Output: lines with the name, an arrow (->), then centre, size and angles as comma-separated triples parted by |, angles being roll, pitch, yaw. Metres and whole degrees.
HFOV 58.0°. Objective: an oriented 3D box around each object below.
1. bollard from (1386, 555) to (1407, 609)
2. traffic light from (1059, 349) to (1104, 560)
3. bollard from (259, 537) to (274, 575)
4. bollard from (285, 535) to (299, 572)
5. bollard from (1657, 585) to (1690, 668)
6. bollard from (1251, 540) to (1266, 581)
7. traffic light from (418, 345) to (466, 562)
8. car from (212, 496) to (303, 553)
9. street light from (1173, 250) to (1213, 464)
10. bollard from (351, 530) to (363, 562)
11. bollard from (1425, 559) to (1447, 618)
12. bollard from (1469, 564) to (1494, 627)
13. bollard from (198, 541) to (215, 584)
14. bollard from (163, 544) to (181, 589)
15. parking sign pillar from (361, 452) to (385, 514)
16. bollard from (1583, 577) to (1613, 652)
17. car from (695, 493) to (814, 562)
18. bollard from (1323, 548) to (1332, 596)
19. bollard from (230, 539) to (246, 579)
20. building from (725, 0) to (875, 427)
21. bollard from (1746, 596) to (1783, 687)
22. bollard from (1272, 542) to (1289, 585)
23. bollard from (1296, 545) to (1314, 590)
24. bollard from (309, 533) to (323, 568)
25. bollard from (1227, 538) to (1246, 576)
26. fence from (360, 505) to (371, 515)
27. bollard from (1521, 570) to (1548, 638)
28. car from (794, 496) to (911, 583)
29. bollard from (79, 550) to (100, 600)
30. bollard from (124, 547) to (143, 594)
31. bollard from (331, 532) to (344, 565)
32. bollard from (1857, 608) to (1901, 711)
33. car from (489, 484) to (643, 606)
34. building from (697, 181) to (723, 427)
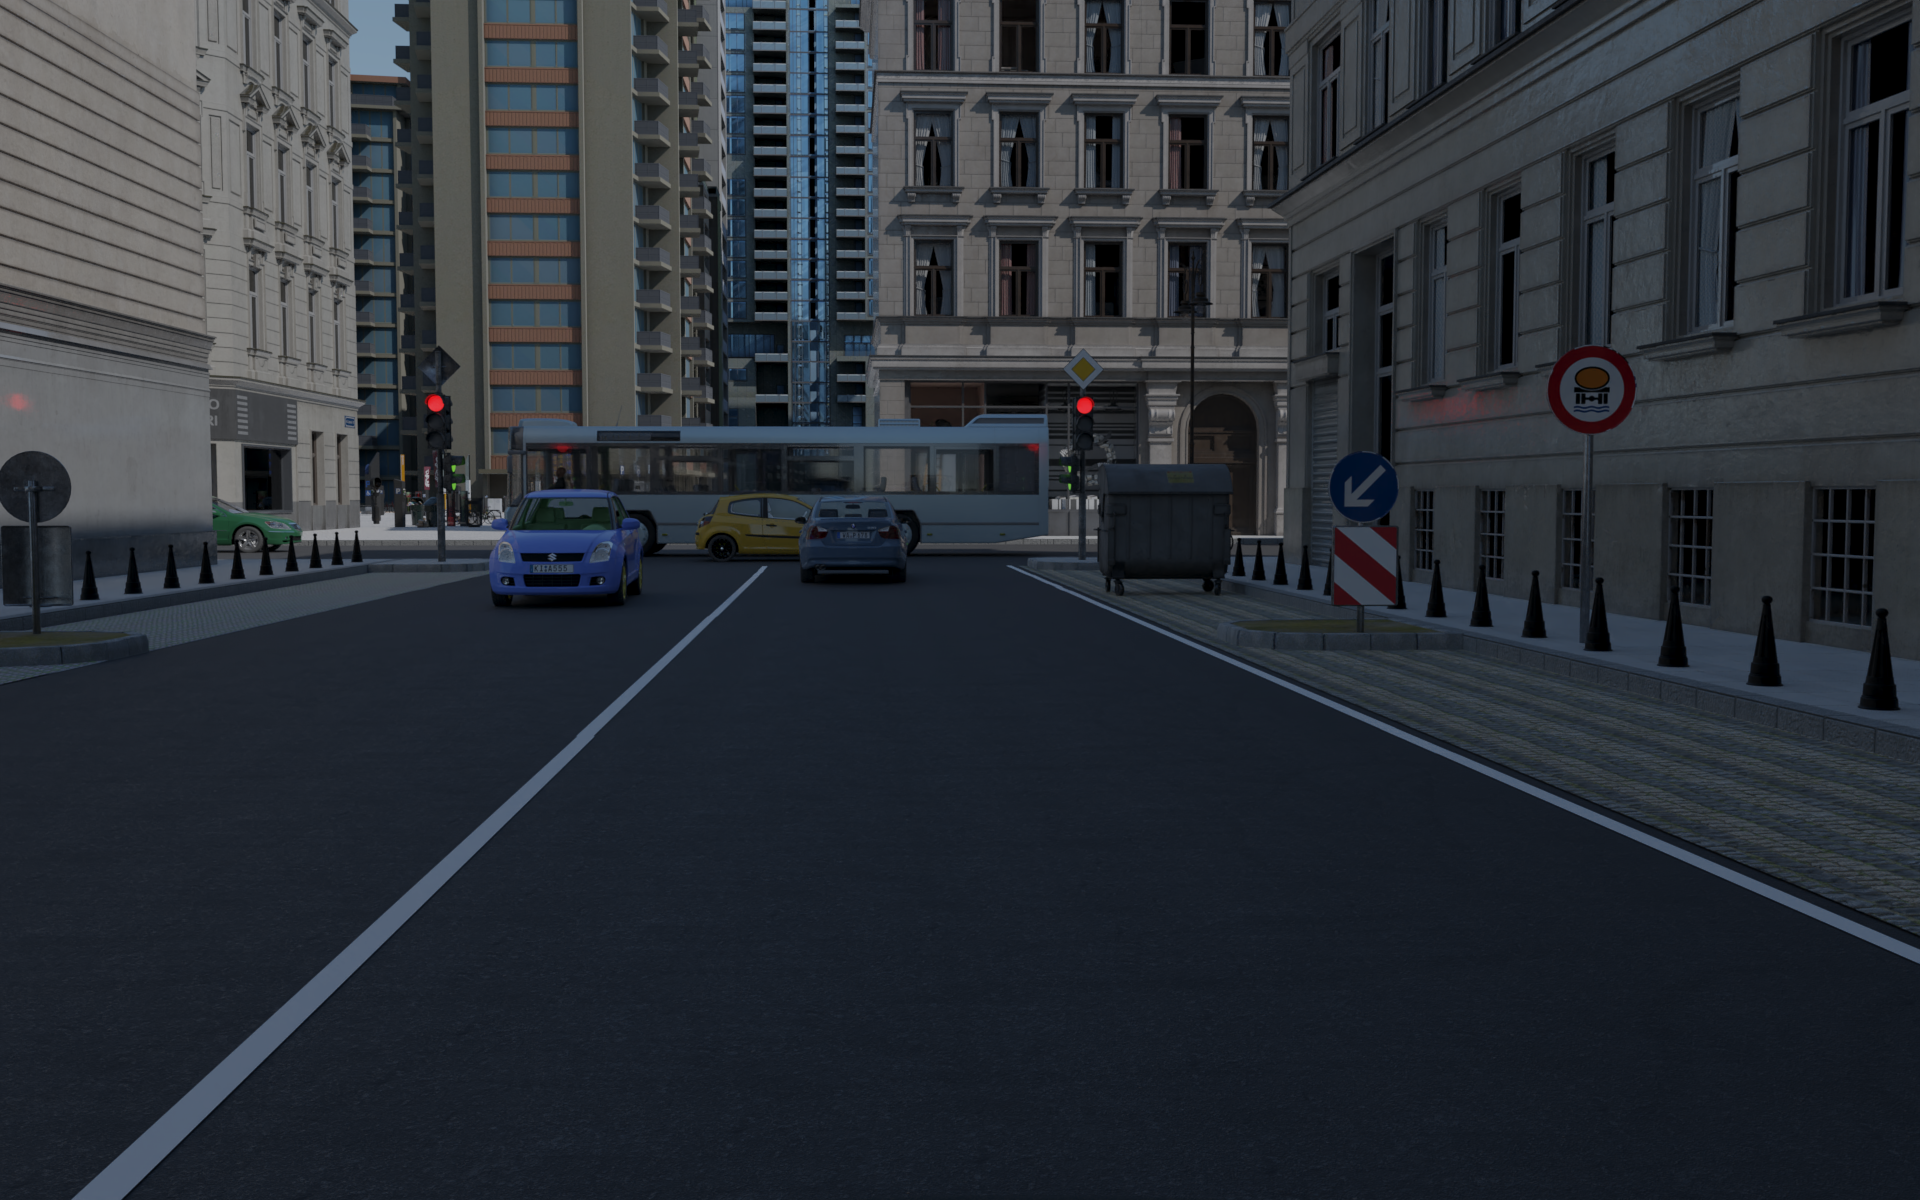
bollard -> 4.884, -0.202, 19.343 | 0.229, 0.601, 0.229 | 0, 3, 0
traffic light -> 2.361, -2.734, 33.614 | 0.839, 4.253, 0.868 | 0, 4, -4
bollard -> -10.994, -0.697, 27.430 | 0.229, 0.601, 0.229 | 0, 3, 0
bollard -> -11.082, -0.775, 28.718 | 0.229, 0.601, 0.229 | 0, 3, 0
bollard -> 5.319, 0.192, 12.901 | 0.229, 0.601, 0.229 | 0, 3, 0
bollard -> 4.448, -0.595, 25.771 | 0.229, 0.601, 0.229 | 0, 3, 0
traffic light -> -9.821, -2.682, 32.773 | 0.839, 4.253, 0.868 | 0, 4, -4
car -> -18.847, -1.900, 42.861 | 4.920, 1.459, 2.131 | 0, 4, -6
street light -> 4.430, -3.686, 33.058 | 0.468, 5.910, 1.993 | 0, 4, -4
bollard -> -11.347, -1.011, 32.578 | 0.229, 0.601, 0.229 | 0, 3, 0
bollard -> 4.971, -0.124, 18.062 | 0.229, 0.601, 0.229 | 0, 3, 0
bollard -> 5.055, -0.045, 16.774 | 0.229, 0.601, 0.229 | 0, 3, 0
bollard -> -10.822, -0.539, 24.859 | 0.229, 0.601, 0.229 | 0, 3, 0
bollard -> -10.738, -0.461, 23.578 | 0.229, 0.601, 0.229 | 0, 3, 0
parking sign pillar -> -37.785, -7.516, 111.366 | 1.447, 3.967, 1.447 | 0, 4, 5
bollard -> 5.233, 0.113, 14.188 | 0.229, 0.601, 0.229 | 0, 3, 0
car -> -3.711, -1.661, 37.381 | 3.980, 1.641, 2.015 | 0, 4, -6
bollard -> 4.707, -0.359, 21.912 | 0.229, 0.601, 0.229 | 0, 3, 0
bollard -> -10.908, -0.618, 26.142 | 0.229, 0.601, 0.229 | 0, 3, 0
building -> -20.638, -55.415, 218.704 | 31.000, 86.520, 22.319 | 0, 4, -4
bollard -> 5.407, 0.270, 11.620 | 0.229, 0.601, 0.229 | 0, 3, 0
bollard -> 4.536, -0.516, 24.483 | 0.229, 0.601, 0.229 | 0, 3, 0
bollard -> 4.623, -0.437, 23.193 | 0.229, 0.601, 0.229 | 0, 3, 0
bollard -> -11.170, -0.854, 30.012 | 0.229, 0.601, 0.229 | 0, 3, 0
bollard -> 4.358, -0.673, 27.051 | 0.229, 0.601, 0.229 | 0, 3, 0
fence -> -32.127, -4.673, 91.771 | 2.069, 0.683, 0.278 | -2, 4, -34
bollard -> 5.143, 0.033, 15.494 | 0.229, 0.601, 0.229 | 0, 3, 0
car -> -1.813, -1.063, 29.383 | 2.014, 1.417, 4.499 | 0, 4, -4
bollard -> -10.558, -0.303, 20.995 | 0.229, 0.601, 0.229 | 0, 3, 0
bollard -> -10.645, -0.382, 22.286 | 0.229, 0.601, 0.229 | 0, 3, 0
bollard -> -11.258, -0.933, 31.298 | 0.229, 0.601, 0.229 | 0, 3, 0
bollard -> 5.496, 0.349, 10.340 | 0.229, 0.601, 0.229 | 0, 3, 0
car -> -5.251, -0.840, 23.332 | 1.945, 1.707, 3.694 | 0, 4, -6
building -> -28.872, -23.472, 155.461 | 14.160, 30.474, 14.107 | 0, 4, -4
